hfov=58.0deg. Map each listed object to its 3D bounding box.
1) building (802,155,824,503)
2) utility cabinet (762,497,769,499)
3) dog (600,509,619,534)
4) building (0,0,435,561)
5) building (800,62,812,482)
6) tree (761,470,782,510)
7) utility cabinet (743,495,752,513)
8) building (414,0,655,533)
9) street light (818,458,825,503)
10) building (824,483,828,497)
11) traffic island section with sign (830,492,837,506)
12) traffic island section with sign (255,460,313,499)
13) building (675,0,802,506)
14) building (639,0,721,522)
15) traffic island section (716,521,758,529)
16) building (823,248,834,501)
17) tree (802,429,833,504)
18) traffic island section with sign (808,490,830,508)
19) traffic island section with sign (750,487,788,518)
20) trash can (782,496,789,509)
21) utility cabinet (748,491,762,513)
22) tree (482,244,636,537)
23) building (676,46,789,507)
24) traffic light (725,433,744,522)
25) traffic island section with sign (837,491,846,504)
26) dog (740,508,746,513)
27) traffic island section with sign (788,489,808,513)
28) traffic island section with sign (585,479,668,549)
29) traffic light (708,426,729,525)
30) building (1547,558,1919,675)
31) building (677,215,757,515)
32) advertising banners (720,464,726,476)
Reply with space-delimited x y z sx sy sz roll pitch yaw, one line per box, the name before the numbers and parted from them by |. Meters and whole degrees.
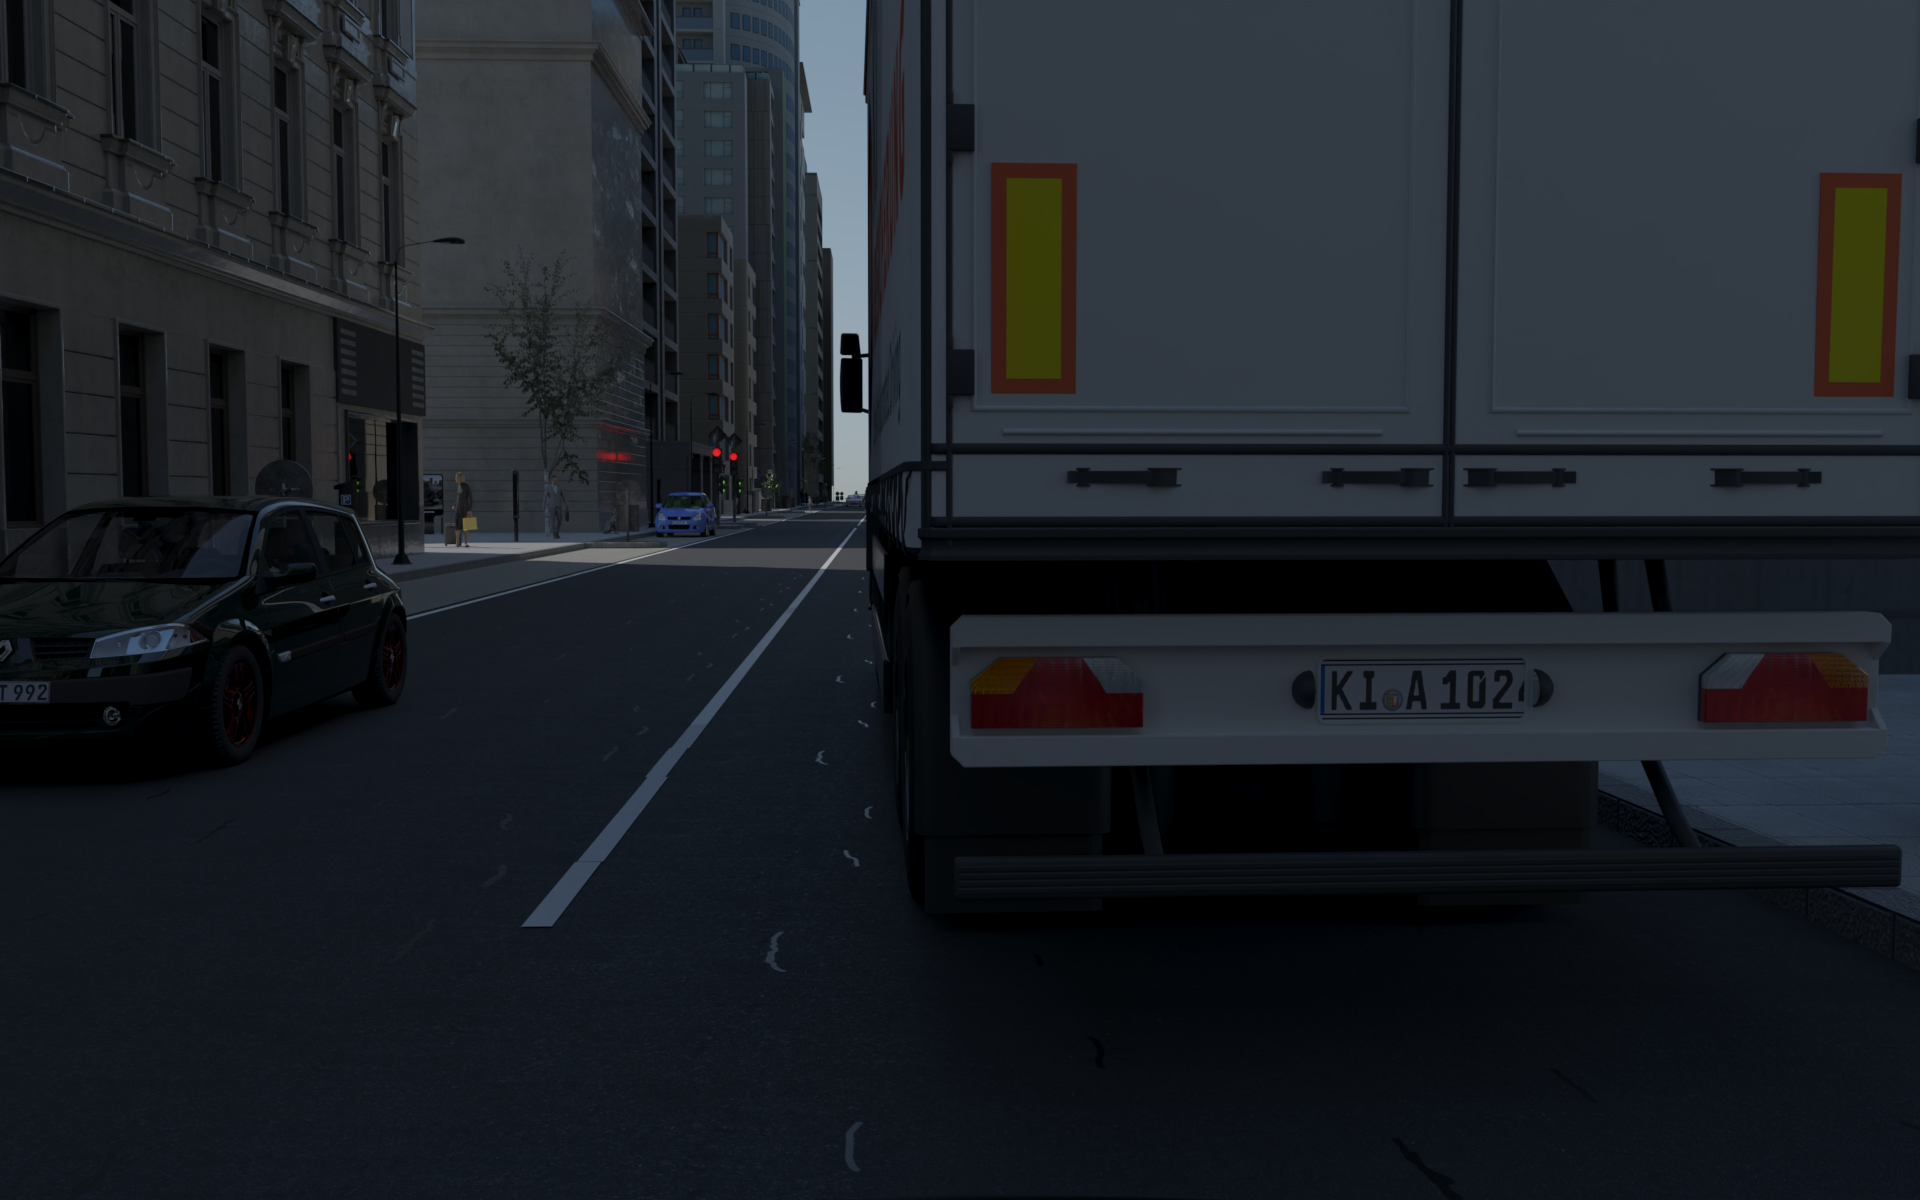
building | -30.588 -38.131 247.143 21.300 48.544 21.600 0 4 -3
utility cabinet | -16.210 -8.122 141.471 1.173 1.500 0.318 -2 4 -29
dog | -11.336 -2.532 55.783 0.800 0.831 0.513 1 4 11
building | -18.561 -14.715 17.000 17.030 29.872 44.131 0 4 -3
building | -32.619 -37.935 209.472 28.713 52.752 27.495 0 4 -3
tree | -15.048 -8.883 139.837 1.663 3.219 1.824 0 3 0
utility cabinet | -14.325 -6.477 117.064 0.306 1.237 1.020 1 4 17
building | -29.194 -14.905 62.787 34.723 24.649 14.460 0 4 -3
street light | -18.878 -16.261 238.413 1.470 5.913 1.316 0 4 -3
building | -38.156 -36.232 284.274 32.217 40.220 23.993 0 4 -3
traffic island section with sign | -15.927 -12.032 205.352 1.989 1.847 2.006 0 4 -3
traffic island section with sign | -7.678 -0.653 19.312 1.989 1.847 2.006 0 4 -3
building | -27.899 -39.124 181.676 21.231 58.520 28.212 0 4 -3
building | -23.062 -39.711 87.525 20.563 71.187 20.611 0 4 -3
traffic island section | -10.326 -3.480 79.177 2.009 0.180 2.903 0 4 -3
building | -29.305 -40.001 304.124 14.600 45.320 14.200 0 4 -3
tree | -20.387 -18.112 230.536 7.601 10.594 8.767 1 4 9
traffic island section with sign | -14.722 -10.385 178.423 1.989 1.847 2.006 0 4 -3
traffic island section with sign | -11.343 -5.712 102.017 1.989 1.847 2.006 0 4 -3
trash can | -15.251 -8.531 151.140 0.748 1.137 0.748 0 3 0
utility cabinet | -14.156 -6.730 118.715 0.318 1.500 1.173 -2 4 -32
tree | -12.161 -6.201 51.745 4.360 8.622 3.978 0 3 0
building | -23.519 -29.204 161.075 14.154 41.232 14.086 0 4 -3
traffic light | -10.286 -5.512 79.044 0.839 4.253 0.868 0 4 -3
traffic island section with sign | -18.394 -15.450 261.227 1.989 1.847 2.006 0 4 -3
dog | -14.414 -5.941 114.878 0.748 0.427 0.550 0 4 4
traffic island section with sign | -12.534 -7.359 128.946 1.989 1.847 2.006 0 4 -3
traffic island section with sign | -8.874 -2.300 46.241 1.989 1.847 2.006 0 4 -3
traffic light | -9.932 -5.024 71.066 0.839 4.253 0.868 0 4 -3
building | 12.948 -29.528 24.784 21.231 58.520 28.212 0 4 -3
building | -29.233 -16.909 121.494 27.650 21.520 28.899 0 4 -3
advertising banners | -14.836 -6.479 102.124 2.074 3.025 0.090 0 4 -3
